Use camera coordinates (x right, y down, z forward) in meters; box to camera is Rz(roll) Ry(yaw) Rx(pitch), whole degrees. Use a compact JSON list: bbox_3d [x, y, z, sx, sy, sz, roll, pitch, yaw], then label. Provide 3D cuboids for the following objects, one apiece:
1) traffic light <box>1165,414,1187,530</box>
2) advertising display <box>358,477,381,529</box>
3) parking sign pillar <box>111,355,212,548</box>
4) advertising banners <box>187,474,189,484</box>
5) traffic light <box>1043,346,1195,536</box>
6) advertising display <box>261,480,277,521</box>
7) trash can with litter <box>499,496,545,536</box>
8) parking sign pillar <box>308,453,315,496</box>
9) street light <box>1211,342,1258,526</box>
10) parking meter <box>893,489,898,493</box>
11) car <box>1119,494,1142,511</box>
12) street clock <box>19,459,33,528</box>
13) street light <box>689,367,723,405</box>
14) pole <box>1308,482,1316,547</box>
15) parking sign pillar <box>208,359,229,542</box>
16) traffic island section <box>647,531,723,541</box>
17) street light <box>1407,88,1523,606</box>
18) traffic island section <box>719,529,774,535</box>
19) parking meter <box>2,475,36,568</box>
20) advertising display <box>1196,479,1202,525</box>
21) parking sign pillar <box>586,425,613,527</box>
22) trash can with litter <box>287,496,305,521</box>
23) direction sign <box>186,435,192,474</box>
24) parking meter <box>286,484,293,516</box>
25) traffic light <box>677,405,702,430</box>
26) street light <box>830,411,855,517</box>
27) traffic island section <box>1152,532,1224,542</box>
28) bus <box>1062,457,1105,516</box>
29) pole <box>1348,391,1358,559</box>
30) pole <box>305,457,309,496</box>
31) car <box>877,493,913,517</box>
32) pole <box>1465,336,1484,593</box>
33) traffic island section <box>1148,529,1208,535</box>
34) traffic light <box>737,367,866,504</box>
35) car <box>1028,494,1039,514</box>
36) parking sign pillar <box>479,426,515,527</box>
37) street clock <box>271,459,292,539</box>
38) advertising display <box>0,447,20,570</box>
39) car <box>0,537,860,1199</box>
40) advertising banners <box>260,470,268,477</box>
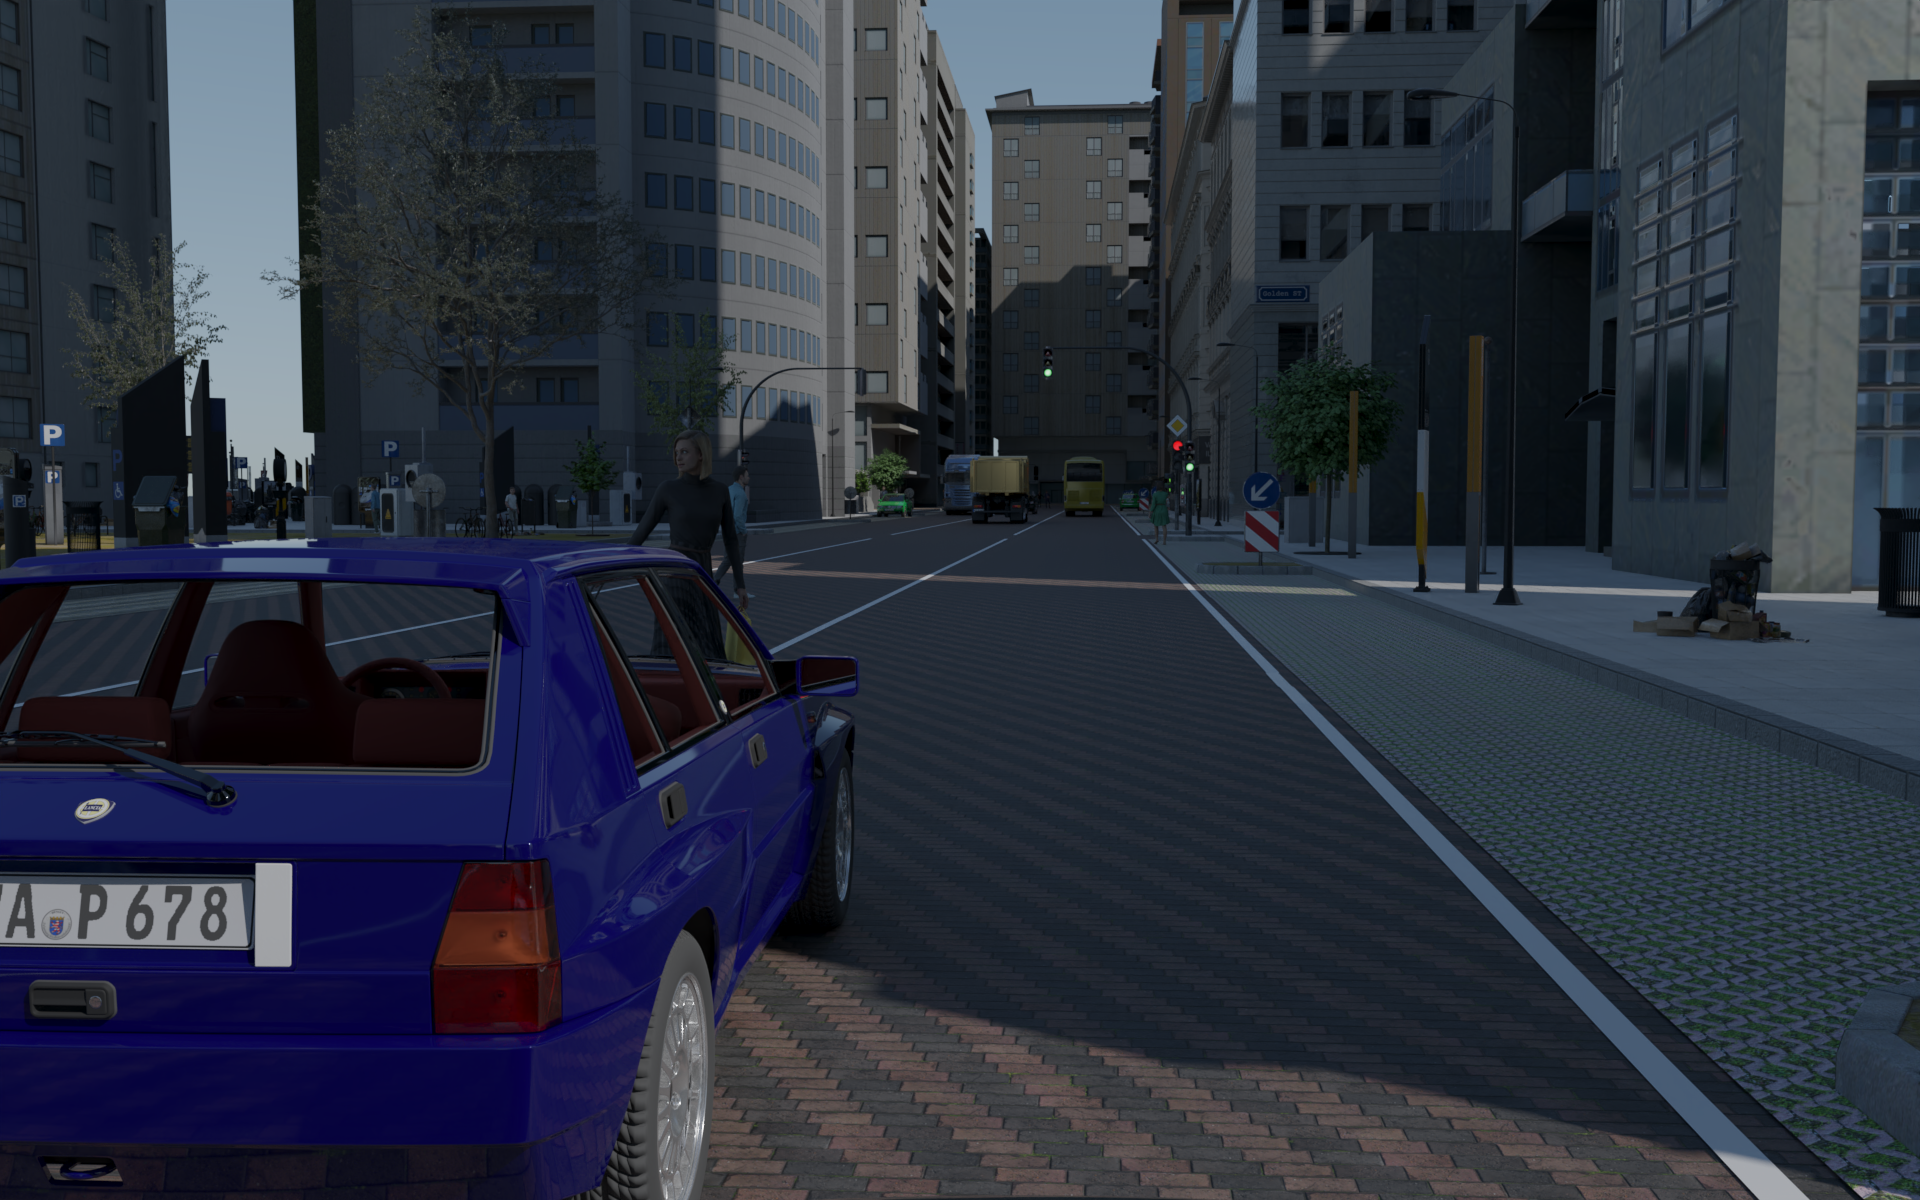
[{"bbox_3d":[7.661,-4.423,61.235,0.839,4.253,0.868,0,4,5],"label":"traffic light"},{"bbox_3d":[-21.932,-3.616,64.341,0.974,1.923,0.123,1,4,21],"label":"advertising display"},{"bbox_3d":[-15.537,-2.736,33.206,1.447,3.967,1.447,2,4,34],"label":"parking sign pillar"},{"bbox_3d":[-62.372,-8.699,138.420,2.074,3.025,0.090,1,4,23],"label":"advertising banners"},{"bbox_3d":[4.928,-4.809,53.302,4.771,5.953,1.251,0,4,5],"label":"traffic light"},{"bbox_3d":[-32.325,-4.638,81.050,0.123,1.923,0.974,1,4,14],"label":"advertising display"},{"bbox_3d":[-13.757,-2.607,53.682,1.678,1.210,2.233,2,4,35],"label":"trash can with litter"},{"bbox_3d":[-42.360,-7.646,113.484,1.447,3.967,1.447,-3,4,-37],"label":"parking sign pillar"},{"bbox_3d":[8.545,-4.930,53.141,1.470,5.913,1.316,0,4,5],"label":"street light"},{"bbox_3d":[-4.880,-7.647,130.738,0.255,1.863,0.399,1,4,15],"label":"parking meter"},{"bbox_3d":[14.389,-8.413,146.345,1.959,1.807,4.718,0,4,5],"label":"car"},{"bbox_3d":[-19.179,-1.889,35.461,0.358,2.002,0.471,-1,4,-9],"label":"street clock"},{"bbox_3d":[-9.343,-5.562,63.487,1.470,5.913,1.316,0,4,5],"label":"street light"},{"bbox_3d":[8.581,-2.953,42.132,0.158,3.312,0.155,0,3,0],"label":"pole"},{"bbox_3d":[-15.313,-2.863,35.289,1.447,3.967,1.447,-2,4,-34],"label":"parking sign pillar"},{"bbox_3d":[-8.531,-1.979,54.642,2.009,0.180,2.903,0,4,5],"label":"traffic island section"},{"bbox_3d":[5.815,-2.900,19.954,1.470,5.913,1.316,0,4,5],"label":"street light"},{"bbox_3d":[-7.891,-2.466,62.601,2.009,0.180,2.903,0,4,5],"label":"traffic island section"},{"bbox_3d":[-12.680,-0.914,23.363,0.372,1.533,0.369,0,3,0],"label":"parking meter"},{"bbox_3d":[10.009,-4.120,72.571,0.123,1.923,0.974,0,4,1],"label":"advertising display"},{"bbox_3d":[-14.531,-4.906,68.693,1.447,3.967,1.447,-1,4,-11],"label":"parking sign pillar"},{"bbox_3d":[-31.064,-4.280,81.363,0.624,1.170,1.055,1,4,10],"label":"trash can with litter"},{"bbox_3d":[-29.515,-4.583,66.931,0.876,3.537,0.379,0,4,1],"label":"direction sign"},{"bbox_3d":[-39.510,-5.859,101.512,0.399,1.863,0.255,-1,4,-15],"label":"parking meter"},{"bbox_3d":[-8.492,-4.011,54.504,0.839,4.253,0.868,0,4,5],"label":"traffic light"},{"bbox_3d":[-6.554,-7.578,96.436,1.470,5.913,1.316,0,4,5],"label":"street light"},{"bbox_3d":[7.059,-1.902,53.387,2.009,0.180,2.903,0,4,5],"label":"traffic island section"},{"bbox_3d":[8.108,-7.465,113.600,2.896,3.916,12.252,0,4,4],"label":"bus"},{"bbox_3d":[7.810,-2.482,34.417,0.158,3.312,0.155,0,3,0],"label":"pole"},{"bbox_3d":[-35.993,-6.219,95.522,0.158,3.312,0.155,0,3,0],"label":"pole"},{"bbox_3d":[-4.059,-6.060,107.879,1.959,1.807,4.718,0,4,6],"label":"car"},{"bbox_3d":[6.663,-1.748,22.431,0.158,3.312,0.155,0,3,0],"label":"pole"},{"bbox_3d":[7.700,-2.389,61.346,2.009,0.180,2.903,0,4,5],"label":"traffic island section"},{"bbox_3d":[-5.759,-5.362,62.331,4.771,5.953,1.251,0,4,5],"label":"traffic light"},{"bbox_3d":[4.625,-6.990,124.068,2.009,1.686,4.222,0,4,6],"label":"car"},{"bbox_3d":[-18.267,-4.884,68.333,1.447,3.967,1.447,-3,5,-41],"label":"parking sign pillar"},{"bbox_3d":[-13.972,-1.900,35.633,0.358,2.002,0.471,-1,4,-15],"label":"street clock"},{"bbox_3d":[-13.565,-1.153,24.073,0.974,1.923,0.123,0,4,0],"label":"advertising display"},{"bbox_3d":[-1.292,0.488,4.605,1.945,1.354,3.894,0,4,3],"label":"car"},{"bbox_3d":[-51.726,-7.995,126.913,2.074,3.025,0.090,0,4,2],"label":"advertising banners"}]
